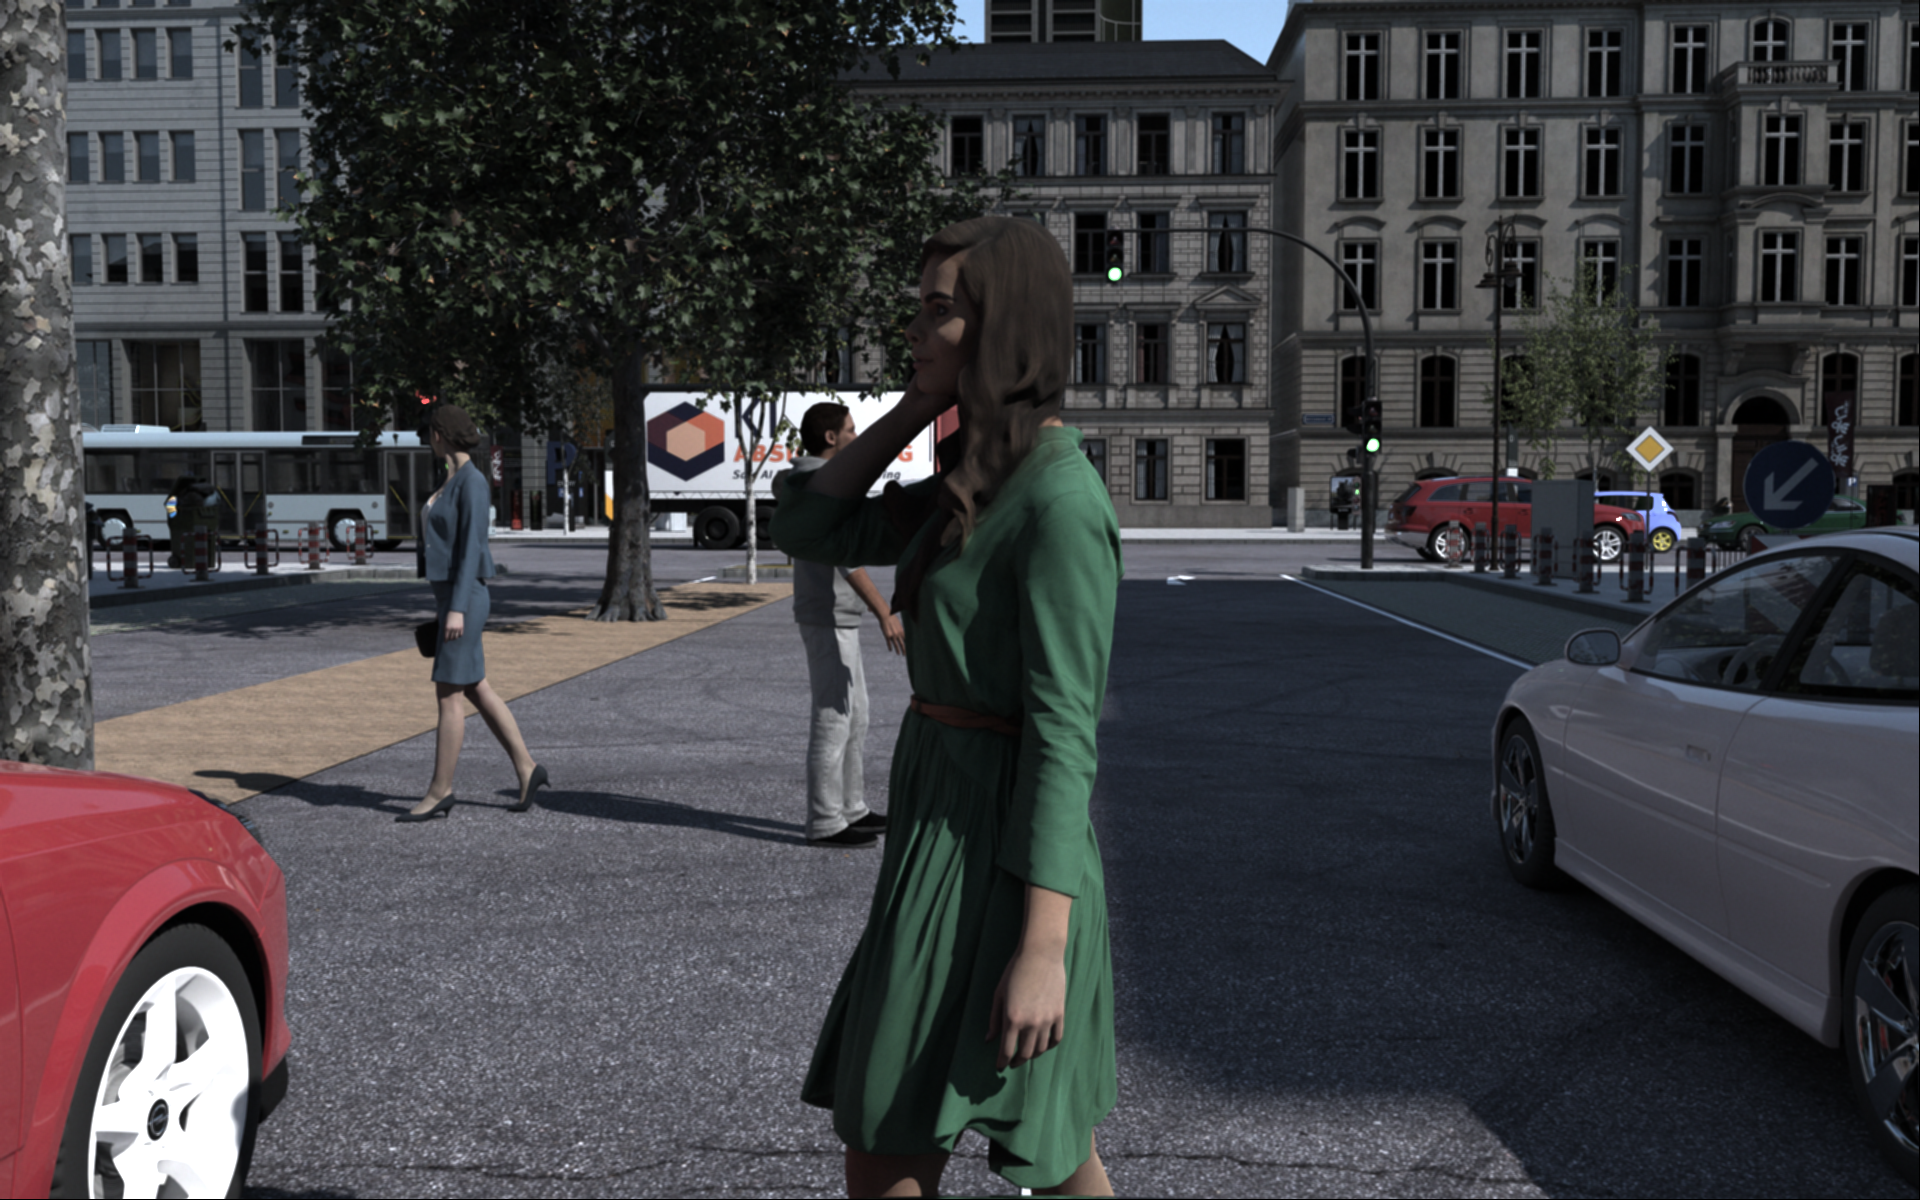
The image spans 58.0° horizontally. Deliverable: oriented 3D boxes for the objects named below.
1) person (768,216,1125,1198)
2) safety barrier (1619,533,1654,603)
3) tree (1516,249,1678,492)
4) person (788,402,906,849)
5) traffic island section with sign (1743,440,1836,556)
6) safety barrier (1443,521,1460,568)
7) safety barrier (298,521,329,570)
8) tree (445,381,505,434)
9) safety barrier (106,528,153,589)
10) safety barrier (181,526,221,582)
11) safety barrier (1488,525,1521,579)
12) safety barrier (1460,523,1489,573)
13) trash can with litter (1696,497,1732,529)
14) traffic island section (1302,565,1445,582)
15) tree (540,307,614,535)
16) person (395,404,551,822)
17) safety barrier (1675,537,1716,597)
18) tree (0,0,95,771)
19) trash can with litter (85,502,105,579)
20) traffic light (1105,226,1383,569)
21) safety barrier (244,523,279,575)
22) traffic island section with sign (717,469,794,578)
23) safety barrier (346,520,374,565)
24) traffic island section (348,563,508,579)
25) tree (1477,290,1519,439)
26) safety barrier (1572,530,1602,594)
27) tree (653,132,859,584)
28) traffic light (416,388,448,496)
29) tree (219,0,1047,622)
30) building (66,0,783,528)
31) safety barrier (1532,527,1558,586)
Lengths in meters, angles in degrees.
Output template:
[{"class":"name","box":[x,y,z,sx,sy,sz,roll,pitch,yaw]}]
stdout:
[{"class":"person","box":[0.065,0.392,2.334,0.529,1.795,0.600,-2,4,-26]},{"class":"safety barrier","box":[7.988,-0.378,20.459,0.300,0.817,1.120,0,4,3]},{"class":"tree","box":[19.097,-6.197,51.684,4.737,8.622,4.395,0,3,0]},{"class":"person","box":[-0.450,0.094,7.106,0.789,1.805,0.875,-1,4,-8]},{"class":"traffic island section with sign","box":[6.016,-0.297,13.477,1.989,1.847,2.006,0,4,3]},{"class":"safety barrier","box":[8.569,-0.966,30.072,0.300,0.817,1.120,0,4,3]},{"class":"safety barrier","box":[-10.920,-0.918,29.277,0.300,0.817,1.120,0,4,3]},{"class":"tree","box":[-16.955,-6.587,58.063,4.737,8.622,4.395,0,3,0]},{"class":"safety barrier","box":[-11.270,-0.566,23.526,0.300,0.817,1.120,0,4,3]},{"class":"safety barrier","box":[-11.146,-0.683,25.446,0.300,0.817,1.120,0,4,3]},{"class":"safety barrier","box":[8.332,-0.731,26.227,0.300,0.817,1.120,0,4,3]},{"class":"safety barrier","box":[8.453,-0.849,28.158,0.300,0.817,1.120,0,4,3]},{"class":"trash can with litter","box":[26.364,-3.009,60.580,1.055,1.170,0.624,0,4,4]},{"class":"traffic island section","box":[6.983,-0.453,29.680,2.009,0.180,2.903,0,4,3]},{"class":"tree","box":[-12.035,-6.324,53.752,4.360,8.622,3.978,0,3,0]},{"class":"person","box":[-2.159,0.054,7.640,0.654,1.822,0.581,-1,4,-8]},{"class":"safety barrier","box":[7.871,-0.261,18.546,0.300,0.817,1.120,0,4,3]},{"class":"tree","box":[-5.301,-9.162,8.138,12.611,20.169,13.585,0,3,0]},{"class":"trash can with litter","box":[-13.235,-0.865,25.534,0.624,1.170,1.055,2,4,26]},{"class":"traffic light","box":[4.850,-3.357,29.553,4.771,5.953,1.251,0,4,3]},{"class":"safety barrier","box":[-11.029,-0.800,27.362,0.300,0.817,1.120,0,4,3]},{"class":"traffic island section with sign","box":[-3.107,-1.369,30.524,2.006,1.907,1.989,0,4,3]},{"class":"safety barrier","box":[-10.804,-1.035,31.200,0.300,0.817,1.120,0,4,3]},{"class":"traffic island section","box":[-9.279,-0.512,30.660,2.009,0.180,2.903,0,4,3]},{"class":"tree","box":[20.465,-6.751,60.739,4.737,8.622,4.395,0,3,0]},{"class":"safety barrier","box":[8.102,-0.496,22.389,0.300,0.817,1.120,0,4,3]},{"class":"tree","box":[-3.267,-4.528,26.852,4.737,8.622,4.395,0,3,0]},{"class":"traffic light","box":[-9.239,-2.544,30.523,0.839,4.253,0.868,0,4,3]},{"class":"tree","box":[-3.753,-6.117,19.483,9.611,12.733,9.660,0,3,0]},{"class":"building","box":[-21.902,-17.981,71.475,29.804,29.767,11.434,0,4,3]},{"class":"safety barrier","box":[8.217,-0.614,24.314,0.300,0.817,1.120,0,4,3]}]
